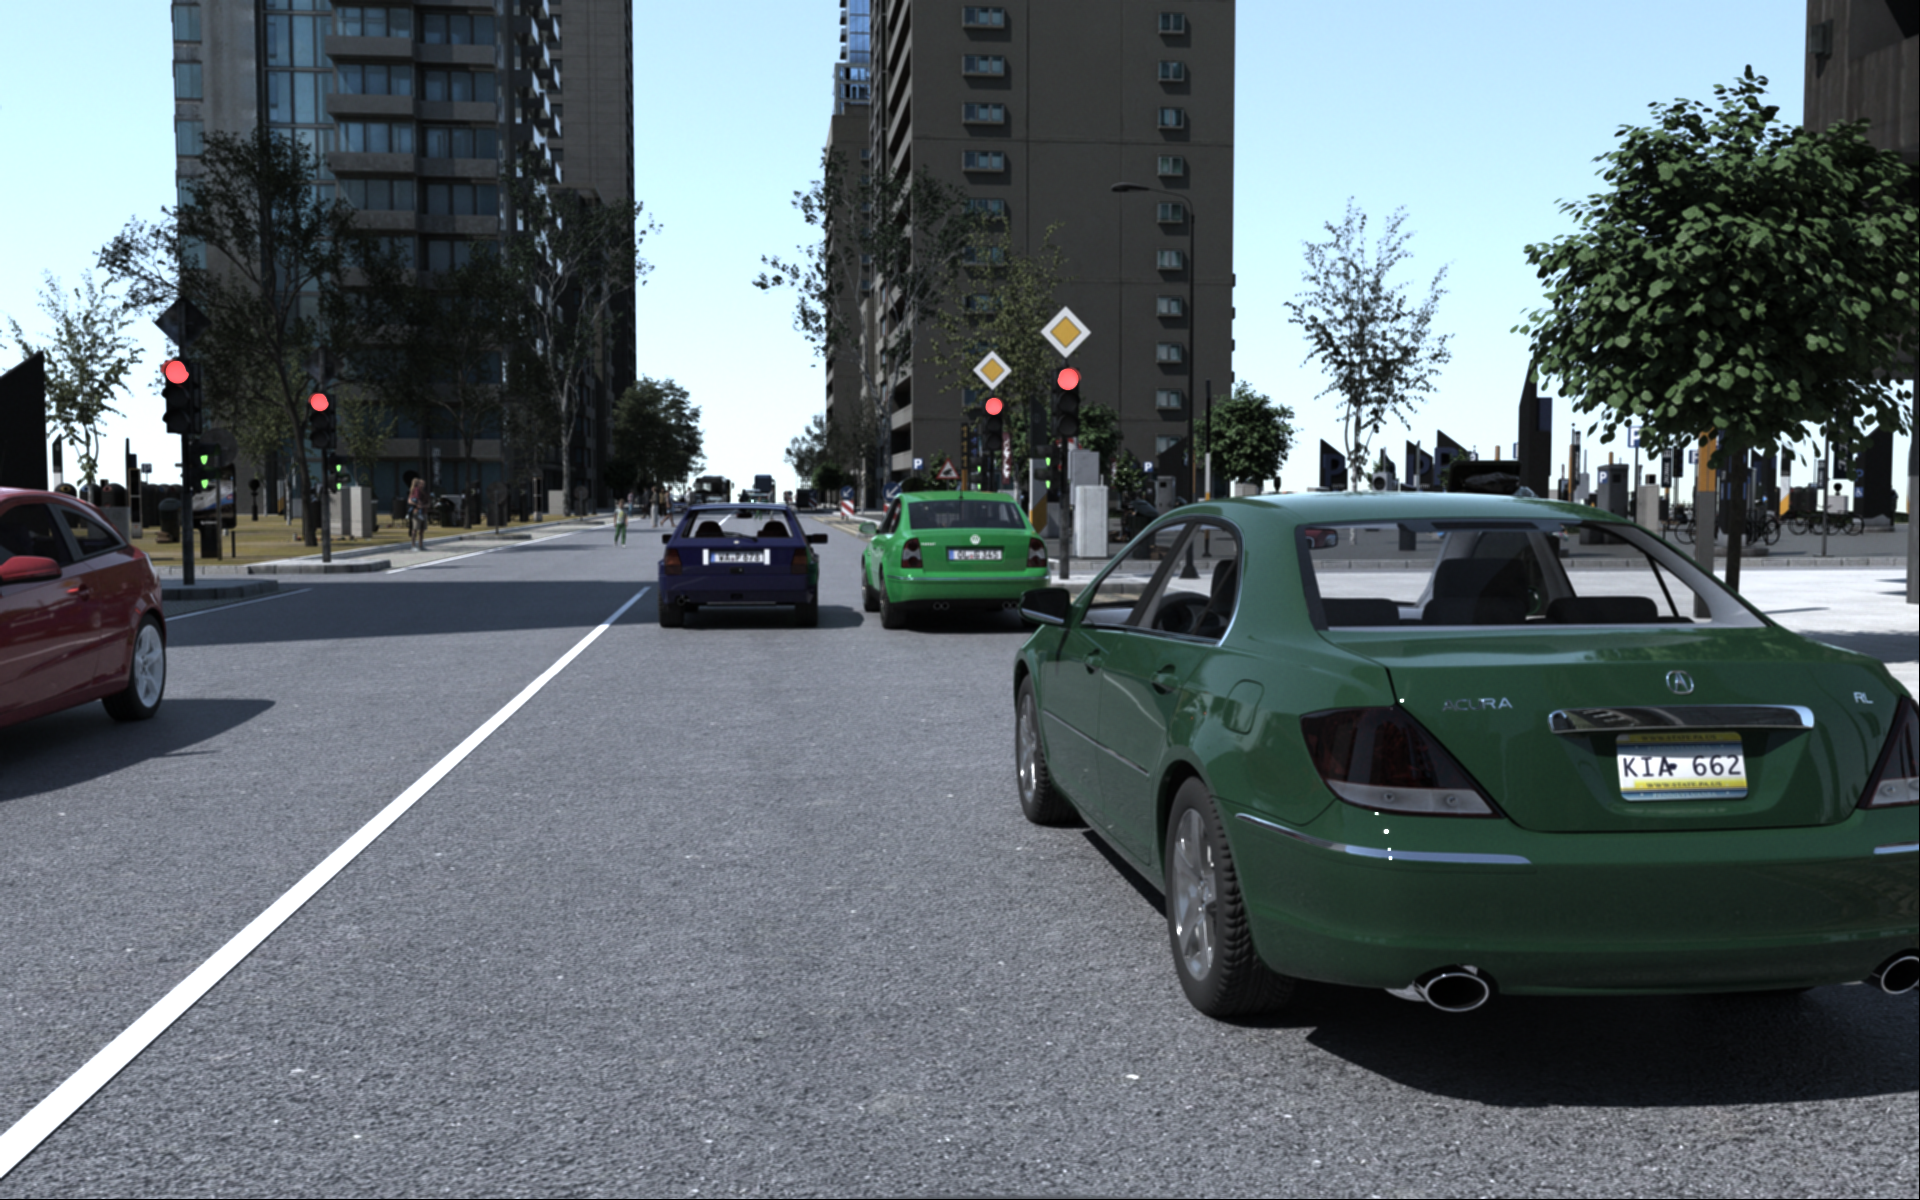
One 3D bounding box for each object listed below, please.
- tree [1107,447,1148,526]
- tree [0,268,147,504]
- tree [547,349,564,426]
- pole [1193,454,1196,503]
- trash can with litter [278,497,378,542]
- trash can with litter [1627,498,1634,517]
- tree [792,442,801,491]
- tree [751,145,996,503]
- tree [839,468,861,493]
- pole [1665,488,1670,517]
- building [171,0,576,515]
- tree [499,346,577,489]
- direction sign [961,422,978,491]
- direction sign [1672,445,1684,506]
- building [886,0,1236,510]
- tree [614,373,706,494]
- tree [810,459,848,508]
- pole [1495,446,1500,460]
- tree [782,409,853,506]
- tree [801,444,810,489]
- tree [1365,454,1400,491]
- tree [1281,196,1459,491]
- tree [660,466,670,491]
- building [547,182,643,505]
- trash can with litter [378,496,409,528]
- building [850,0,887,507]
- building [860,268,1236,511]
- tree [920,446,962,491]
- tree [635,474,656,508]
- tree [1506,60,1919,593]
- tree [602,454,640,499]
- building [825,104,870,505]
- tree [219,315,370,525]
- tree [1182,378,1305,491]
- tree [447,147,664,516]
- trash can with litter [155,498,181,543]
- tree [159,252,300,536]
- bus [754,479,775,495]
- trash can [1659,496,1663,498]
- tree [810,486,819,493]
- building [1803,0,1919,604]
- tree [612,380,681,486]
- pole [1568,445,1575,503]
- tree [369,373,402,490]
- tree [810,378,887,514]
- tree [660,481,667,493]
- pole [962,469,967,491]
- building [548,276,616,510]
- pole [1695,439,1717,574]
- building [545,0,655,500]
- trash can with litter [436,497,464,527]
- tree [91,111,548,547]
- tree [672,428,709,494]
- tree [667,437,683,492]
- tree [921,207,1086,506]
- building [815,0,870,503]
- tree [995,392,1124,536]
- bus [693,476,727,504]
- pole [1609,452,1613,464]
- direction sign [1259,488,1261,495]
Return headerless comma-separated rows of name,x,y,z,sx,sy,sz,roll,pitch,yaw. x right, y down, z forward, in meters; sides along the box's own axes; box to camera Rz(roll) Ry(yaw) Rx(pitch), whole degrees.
tree,6.661,-4.659,70.770,1.663,3.219,1.824,0,3,0
tree,-28.245,-6.436,55.595,4.737,8.622,4.395,0,3,0
tree,-17.931,-7.918,63.867,8.767,10.594,7.601,3,5,40
pole,8.393,-4.187,62.305,0.158,3.312,0.155,0,3,0
trash can with litter,-17.387,-2.229,47.504,2.233,1.210,1.678,0,4,-5
trash can with litter,37.981,-5.311,98.221,1.055,1.170,0.624,1,4,14
tree,-20.103,-17.077,229.565,4.360,8.622,3.978,0,3,0
tree,-4.769,-14.605,94.684,12.611,20.169,13.585,0,3,0
tree,-8.087,-8.151,127.865,1.663,3.219,1.824,0,3,0
pole,36.280,-5.809,88.820,0.158,3.312,0.155,0,3,0
building,-39.953,-30.623,120.292,23.786,49.044,30.456,0,4,-7
tree,-21.069,-8.319,86.384,4.360,8.622,3.978,0,3,0
direction sign,0.295,-3.837,54.724,0.379,3.537,0.876,-2,4,-34
direction sign,33.538,-5.441,80.959,0.876,3.537,0.379,-3,4,-38
building,6.286,-30.454,121.622,21.300,48.544,21.600,0,4,-7
tree,-31.892,-16.913,183.176,9.857,13.997,8.962,0,3,0
tree,-13.907,-11.909,178.424,4.285,4.588,4.351,0,3,0
pole,22.594,-4.833,72.867,0.158,3.312,0.155,0,3,0
tree,-15.627,-15.720,191.432,8.767,10.594,7.601,0,4,3
tree,-12.878,-13.407,169.567,4.360,8.622,3.978,0,3,0
tree,20.273,-5.410,83.059,1.663,3.219,1.824,0,3,0
tree,10.230,-5.712,43.750,4.360,8.622,3.978,0,3,0
tree,-34.007,-15.050,196.423,4.360,8.622,3.978,0,3,0
building,-53.905,-31.224,202.386,32.217,40.220,23.993,0,4,-7
trash can with litter,-21.687,-3.355,65.905,2.233,1.210,1.678,0,4,-2
building,-0.237,-44.835,171.302,20.563,71.187,20.611,0,4,-7
building,6.148,-18.572,148.693,27.650,21.520,28.899,0,4,-7
tree,-0.871,-4.519,68.482,1.663,3.219,1.824,0,3,0
tree,-29.562,-10.248,162.157,1.663,3.219,1.824,0,3,0
tree,5.958,-1.801,13.167,4.285,4.588,4.351,0,3,0
tree,-27.375,-9.533,139.572,4.285,4.588,4.351,0,3,0
building,-5.432,-36.026,212.723,21.300,48.544,21.600,0,4,-7
tree,-27.521,-7.346,70.476,4.737,8.622,4.395,0,3,0
tree,8.021,-3.982,48.818,4.285,4.588,4.351,0,3,0
tree,-23.683,-14.780,97.537,12.611,20.169,13.585,0,3,0
trash can with litter,-20.687,-2.078,45.354,0.624,1.170,1.055,-1,4,-11
tree,-22.660,-6.304,53.428,4.360,8.622,3.978,0,3,0
bus,-28.469,-15.961,252.514,2.896,3.916,12.252,-1,4,-9
trash can,46.457,-6.334,115.210,0.748,1.137,0.748,0,3,0
tree,-18.556,-13.982,223.205,1.663,3.219,1.824,0,3,0
building,16.749,-15.011,17.132,14.160,30.474,14.107,0,4,-7
tree,-31.729,-15.523,171.928,7.486,12.596,7.792,0,3,0
pole,25.201,-4.744,71.401,0.158,3.312,0.155,0,3,0
tree,-35.824,-9.367,103.505,4.737,8.622,4.395,0,3,0
tree,-6.289,-9.678,108.604,4.360,8.622,3.978,0,3,0
tree,-35.025,-12.744,202.962,1.663,3.219,1.824,0,3,0
pole,0.160,-4.046,59.991,0.158,3.312,0.155,0,3,0
building,-45.220,-18.673,150.337,27.650,21.520,28.899,0,4,-7
pole,7.696,-1.468,17.844,0.158,3.312,0.155,0,3,0
building,-50.502,-48.074,224.261,20.563,71.187,20.611,0,4,-7
trash can with litter,-19.624,-3.387,66.759,0.624,1.170,1.055,2,4,33
tree,-16.153,-6.602,42.350,7.601,10.594,8.767,3,4,39
tree,-42.362,-20.767,265.290,9.928,11.665,9.643,0,3,0
tree,-34.839,-15.732,207.576,4.737,8.622,4.395,0,3,0
tree,1.337,-5.731,44.069,4.737,8.622,4.395,0,3,0
building,-9.527,-57.438,251.787,22.319,86.520,31.000,0,4,-7
tree,2.663,-4.523,57.672,4.285,4.588,4.351,0,3,0
bus,-24.061,-10.565,167.600,2.948,3.499,13.247,0,4,-6
pole,31.394,-5.489,83.585,0.158,3.312,0.155,0,3,0
direction sign,9.855,-3.969,56.886,0.379,3.537,0.876,1,4,20
